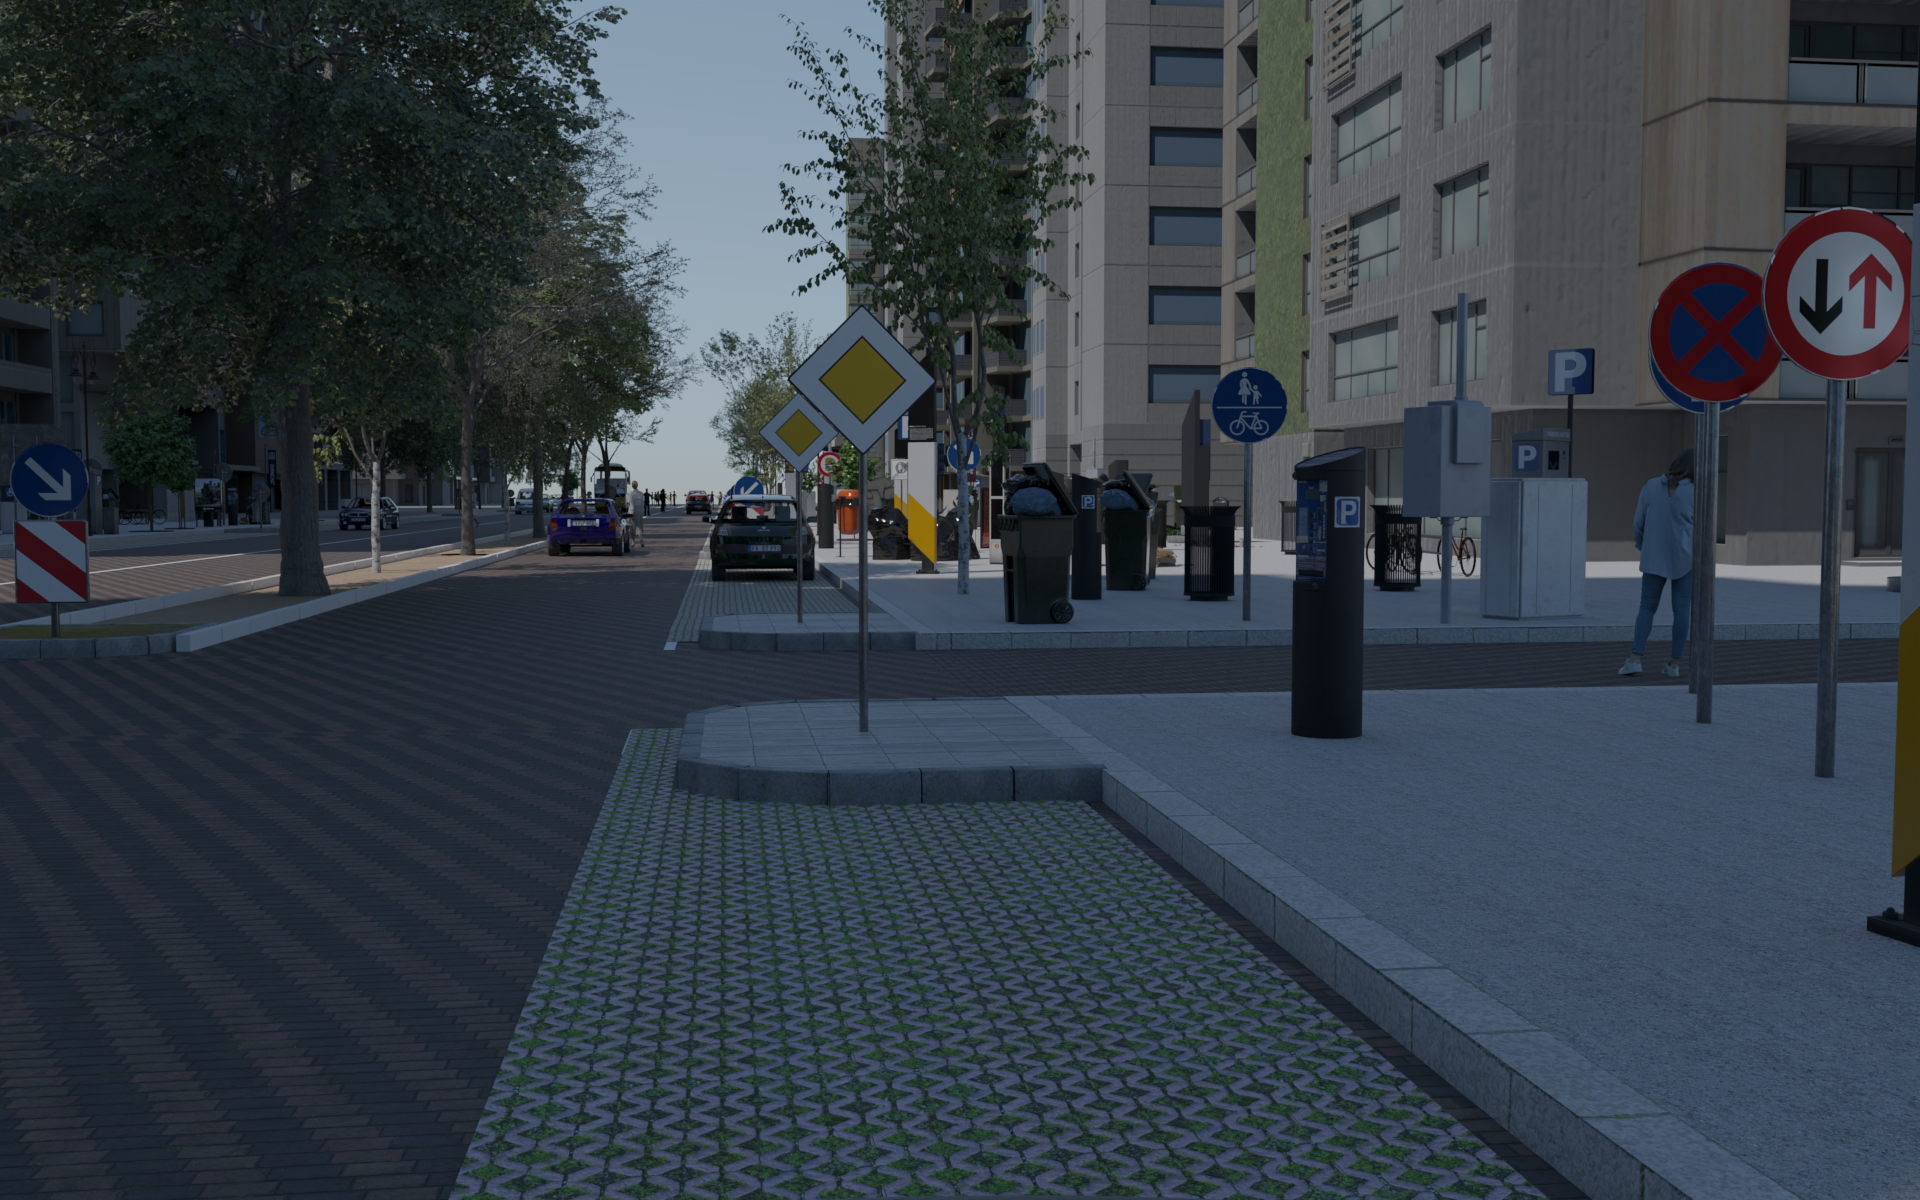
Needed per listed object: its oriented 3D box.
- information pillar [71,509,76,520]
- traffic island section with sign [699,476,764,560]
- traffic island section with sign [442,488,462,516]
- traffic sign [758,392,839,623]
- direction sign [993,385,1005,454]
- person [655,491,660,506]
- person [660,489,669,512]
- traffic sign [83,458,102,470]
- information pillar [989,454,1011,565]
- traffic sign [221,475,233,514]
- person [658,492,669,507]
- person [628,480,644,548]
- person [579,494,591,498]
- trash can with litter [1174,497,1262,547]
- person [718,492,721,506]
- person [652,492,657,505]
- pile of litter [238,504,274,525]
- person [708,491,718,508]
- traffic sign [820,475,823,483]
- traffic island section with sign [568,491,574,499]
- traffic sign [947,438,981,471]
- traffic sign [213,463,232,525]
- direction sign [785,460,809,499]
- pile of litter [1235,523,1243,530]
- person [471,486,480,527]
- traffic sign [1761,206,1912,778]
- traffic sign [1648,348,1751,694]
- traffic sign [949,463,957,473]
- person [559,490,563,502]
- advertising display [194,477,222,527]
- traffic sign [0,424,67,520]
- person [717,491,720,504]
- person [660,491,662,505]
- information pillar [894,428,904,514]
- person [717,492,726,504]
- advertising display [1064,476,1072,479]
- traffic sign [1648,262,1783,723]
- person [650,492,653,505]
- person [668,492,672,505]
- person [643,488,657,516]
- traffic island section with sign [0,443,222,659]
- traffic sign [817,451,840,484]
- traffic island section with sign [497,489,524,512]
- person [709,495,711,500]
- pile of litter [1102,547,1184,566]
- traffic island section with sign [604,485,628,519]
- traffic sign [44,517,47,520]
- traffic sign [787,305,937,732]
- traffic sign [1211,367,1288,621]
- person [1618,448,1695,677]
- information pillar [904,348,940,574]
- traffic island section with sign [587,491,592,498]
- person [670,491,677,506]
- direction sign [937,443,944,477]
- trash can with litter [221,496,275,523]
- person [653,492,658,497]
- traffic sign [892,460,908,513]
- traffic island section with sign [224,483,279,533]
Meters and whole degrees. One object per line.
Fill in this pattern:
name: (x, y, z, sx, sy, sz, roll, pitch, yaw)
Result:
information pillar: (-40.808, -4.611, 79.877, 0.304, 2.012, 0.304, -3, 5, -42)
traffic island section with sign: (-4.789, -1.821, 38.405, 1.989, 1.847, 2.006, 0, 4, -8)
traffic island section with sign: (-32.633, -6.377, 112.889, 1.989, 1.847, 2.006, 0, 4, -8)
traffic sign: (-1.598, -0.829, 17.204, 0.795, 2.450, 0.064, 0, 4, -8)
direction sign: (0.811, -2.714, 36.376, 0.379, 3.537, 0.876, 1, 4, 16)
person: (-36.405, -12.262, 208.964, 0.705, 1.826, 1.348, 1, 4, 18)
person: (-23.278, -7.821, 135.997, 0.705, 1.869, 1.348, -3, 5, -40)
traffic sign: (-31.082, -3.783, 61.955, 0.768, 2.556, 0.104, 0, 4, -7)
information pillar: (0.725, -1.657, 31.581, 0.304, 2.012, 0.304, 1, 4, 22)
traffic sign: (-30.540, -4.323, 71.864, 0.795, 2.450, 0.064, 0, 4, -5)
person: (-31.637, -10.809, 185.172, 1.348, 1.831, 0.705, 1, 4, 21)
person: (-8.621, -2.294, 46.241, 0.478, 1.798, 0.641, -2, 4, -31)
person: (-32.041, -8.482, 148.009, 1.217, 1.723, 0.721, -1, 4, -22)
trash can with litter: (6.172, -1.907, 42.237, 1.678, 1.210, 2.233, -2, 4, -34)
person: (-29.595, -12.477, 213.430, 0.436, 1.711, 0.756, -1, 4, -16)
person: (-38.906, -12.966, 221.181, 1.217, 1.739, 0.721, 0, 4, -2)
pile of litter: (-29.803, -3.601, 72.834, 1.719, 0.858, 1.176, -1, 4, -13)
person: (-24.578, -9.969, 172.171, 1.217, 1.739, 0.721, 2, 4, 25)
traffic sign: (-7.099, -5.581, 91.348, 0.768, 2.556, 0.104, 0, 4, -1)
traffic island section with sign: (-43.883, -11.437, 195.626, 1.989, 1.847, 2.006, 0, 4, -8)
traffic sign: (0.090, -2.391, 39.206, 0.768, 2.556, 0.104, 0, 4, -1)
traffic sign: (-30.081, -4.316, 70.677, 0.768, 2.556, 0.104, 0, 4, -5)
direction sign: (-6.078, -4.433, 64.471, 0.876, 3.537, 0.379, 0, 4, -1)
pile of litter: (9.391, -2.927, 61.824, 1.719, 0.858, 1.176, 1, 4, 16)
person: (-21.134, -4.064, 75.299, 0.624, 1.780, 0.694, -2, 4, -35)
traffic sign: (3.927, -0.470, 7.789, 0.768, 2.556, 0.104, 0, 4, -5)
traffic sign: (4.735, -0.671, 11.076, 0.768, 2.556, 0.104, 0, 4, -3)
traffic sign: (0.084, -2.769, 45.386, 0.768, 2.556, 0.104, 0, 4, 2)
person: (-35.293, -8.888, 153.783, 0.705, 1.831, 1.348, 0, 4, 6)
advertising display: (-29.166, -3.790, 67.184, 0.974, 1.923, 0.123, -1, 4, -17)
traffic sign: (-27.083, -3.448, 50.242, 2.265, 3.308, 0.079, 0, 4, -5)
person: (-32.925, -14.010, 237.707, 1.348, 1.807, 0.705, 3, 5, 45)
person: (-24.532, -8.180, 142.924, 0.721, 1.739, 1.217, 0, 4, 2)
information pillar: (-1.739, -3.749, 52.645, 0.504, 3.616, 0.183, 0, 4, 5)
person: (-30.082, -12.765, 217.925, 1.217, 1.735, 0.721, 0, 4, -6)
advertising display: (3.717, -3.534, 62.999, 0.974, 1.923, 0.123, 0, 4, 0)
traffic sign: (4.176, -0.583, 9.644, 0.768, 2.556, 0.104, 0, 4, 0)
person: (-40.605, -13.382, 228.005, 0.721, 1.735, 1.217, -1, 4, -20)
person: (-39.089, -13.729, 233.648, 1.217, 1.739, 0.721, 2, 4, 32)
person: (-20.387, -6.381, 112.845, 1.348, 1.821, 0.705, -2, 4, -32)
traffic island section with sign: (-8.176, -0.484, 16.049, 2.006, 1.907, 1.989, 0, 4, -8)
traffic sign: (-3.889, -3.165, 51.851, 0.768, 2.556, 0.104, 0, 4, -4)
traffic island section with sign: (-36.325, -8.036, 140.017, 1.989, 1.847, 2.006, 0, 4, -8)
person: (-26.801, -10.655, 185.940, 0.599, 1.433, 0.991, 2, 4, 29)
pile of litter: (3.367, -1.037, 30.918, 1.719, 0.858, 1.176, 0, 4, 2)
traffic island section with sign: (-18.304, -5.038, 90.505, 2.006, 1.907, 1.989, 0, 4, -8)
traffic sign: (-27.477, -3.174, 51.999, 0.768, 2.556, 0.104, 0, 4, -1)
traffic sign: (-0.523, -0.346, 9.292, 0.795, 2.450, 0.064, 0, 4, -8)
traffic sign: (2.906, -1.063, 17.489, 0.768, 2.556, 0.104, 0, 4, 2)
person: (5.555, -0.297, 13.623, 0.793, 1.790, 0.793, 0, 4, -4)
information pillar: (-0.590, -2.228, 27.776, 0.504, 3.616, 0.183, 2, 4, 25)
traffic island section with sign: (-47.512, -13.071, 222.337, 1.989, 1.847, 2.006, 0, 4, -8)
person: (-33.546, -11.906, 203.104, 0.705, 1.831, 1.348, 2, 4, 24)
direction sign: (-1.058, -5.206, 77.113, 0.876, 3.537, 0.379, -3, 5, -40)
trash can with litter: (-32.034, -4.072, 77.642, 2.233, 1.210, 1.678, 1, 4, 18)
person: (-41.177, -13.839, 235.499, 1.217, 1.736, 0.721, -2, 4, -25)
traffic sign: (-1.733, -3.007, 51.298, 0.606, 2.300, 0.079, 0, 3, 0)
traffic island section with sign: (-26.038, -3.405, 64.295, 1.989, 1.847, 2.006, 0, 4, -8)
